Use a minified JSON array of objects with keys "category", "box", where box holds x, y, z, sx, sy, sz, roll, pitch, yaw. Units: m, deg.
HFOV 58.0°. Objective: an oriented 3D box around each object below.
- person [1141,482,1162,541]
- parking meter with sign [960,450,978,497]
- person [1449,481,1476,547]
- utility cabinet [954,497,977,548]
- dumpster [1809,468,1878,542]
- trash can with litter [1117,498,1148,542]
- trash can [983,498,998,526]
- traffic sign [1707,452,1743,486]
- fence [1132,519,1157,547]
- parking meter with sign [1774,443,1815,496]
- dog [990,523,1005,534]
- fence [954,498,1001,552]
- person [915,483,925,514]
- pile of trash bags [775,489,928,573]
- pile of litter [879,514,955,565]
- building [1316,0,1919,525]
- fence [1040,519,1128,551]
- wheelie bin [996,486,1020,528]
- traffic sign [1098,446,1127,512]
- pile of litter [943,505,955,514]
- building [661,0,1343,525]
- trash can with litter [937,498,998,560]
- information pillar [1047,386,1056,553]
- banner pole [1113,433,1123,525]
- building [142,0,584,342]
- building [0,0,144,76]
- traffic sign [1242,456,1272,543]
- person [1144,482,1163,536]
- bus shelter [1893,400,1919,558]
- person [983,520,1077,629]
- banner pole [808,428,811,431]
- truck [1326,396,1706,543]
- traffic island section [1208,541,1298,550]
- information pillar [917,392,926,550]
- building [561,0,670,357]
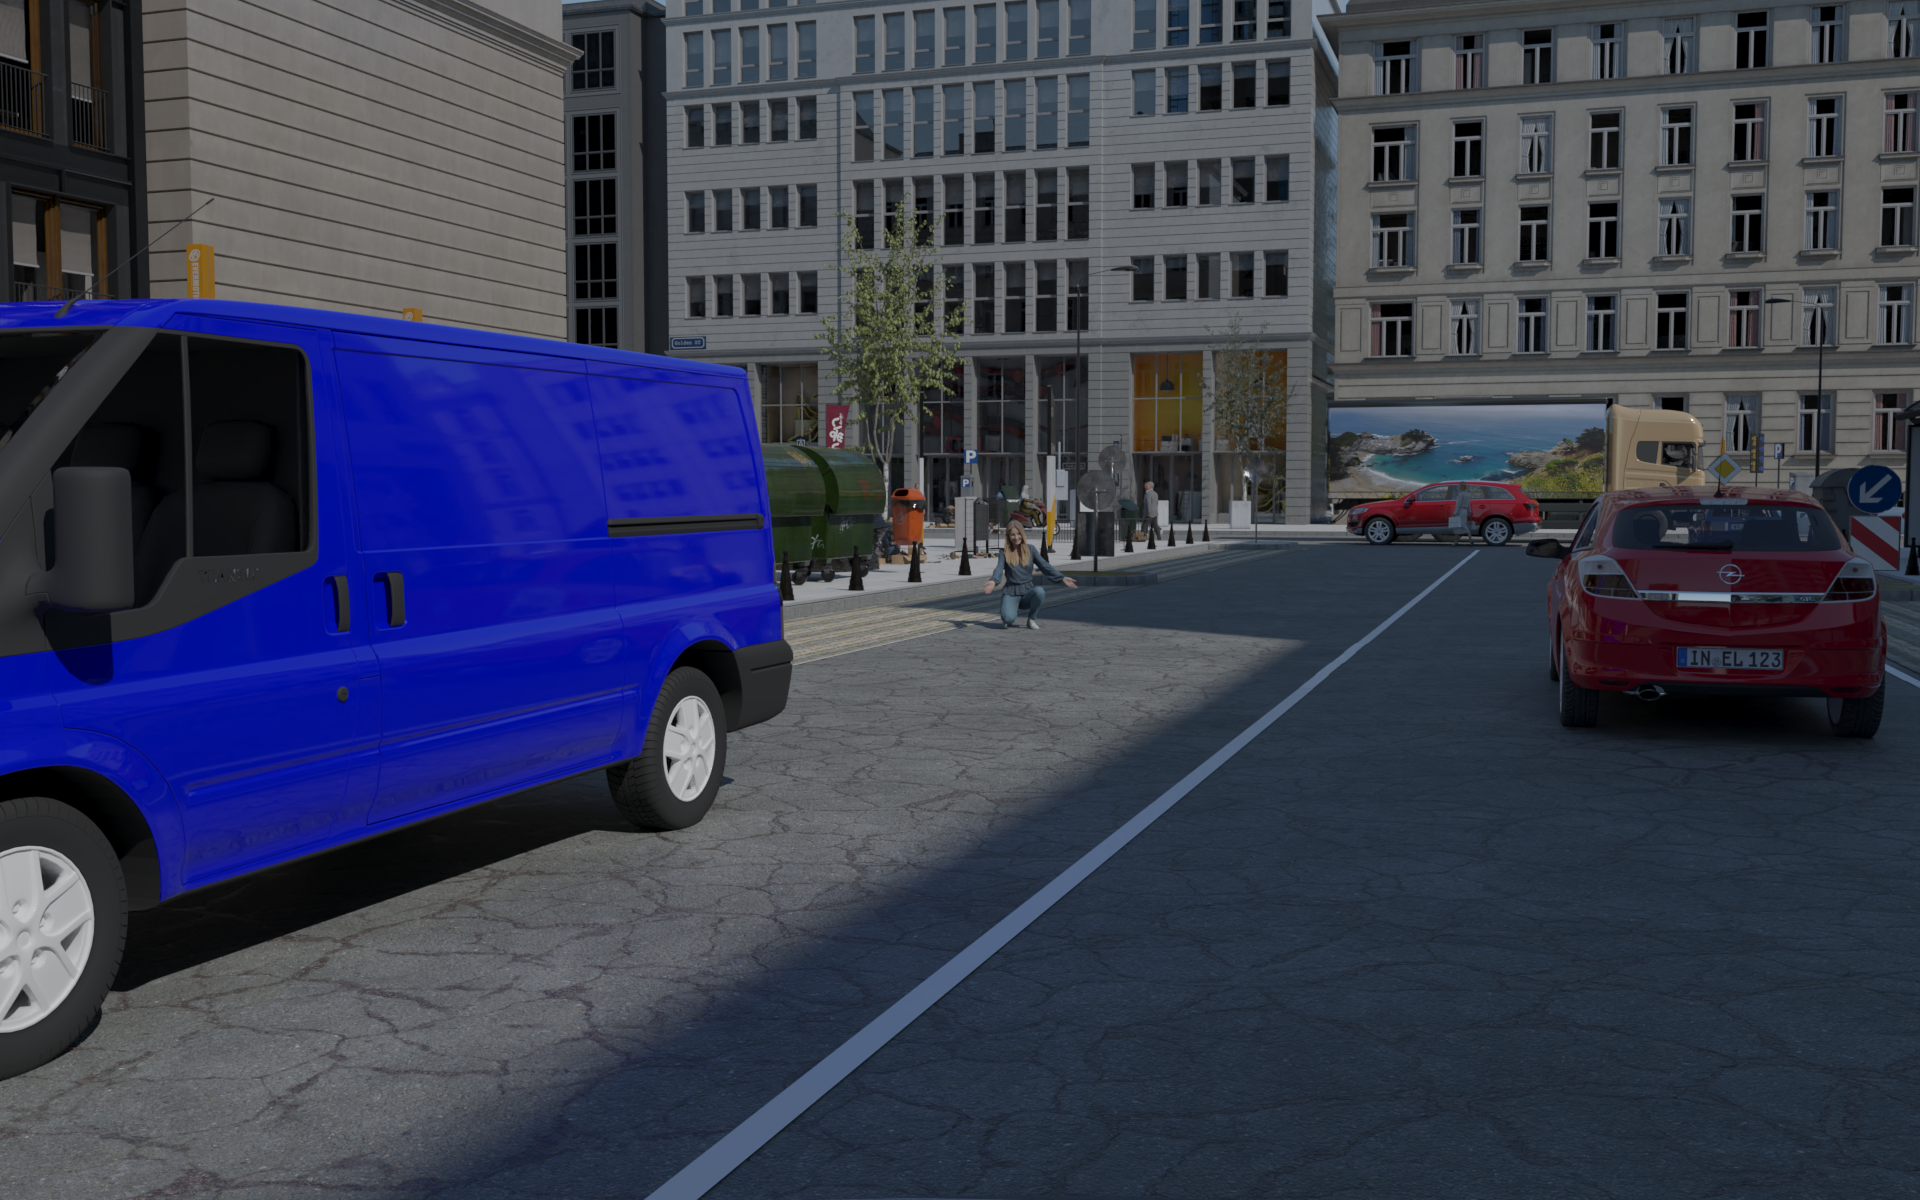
[{"category":"person","box":[5.270,-2.425,48.545,0.834,1.777,0.661,1,4,22]},{"category":"parking meter with sign","box":[0.266,-4.332,67.084,0.543,3.016,1.738,1,4,12]},{"category":"person","box":[13.578,-2.318,46.757,0.694,1.780,0.624,-2,4,-31]},{"category":"utility cabinet","box":[0.129,-1.858,41.548,0.306,1.237,1.020,1,4,15]},{"category":"dumpster","box":[19.928,-2.034,39.019,1.264,1.857,1.865,1,4,19]},{"category":"trash can with litter","box":[4.689,-2.151,46.556,0.624,1.170,1.055,-2,4,-31]},{"category":"trash can","box":[1.220,-3.510,69.043,0.748,1.137,0.748,0,3,0]},{"category":"traffic sign","box":[18.414,-2.331,41.762,0.795,2.450,0.064,1,4,19]},{"category":"fence","box":[3.771,-1.644,42.259,2.069,0.683,0.278,0,4,-7]},{"category":"parking meter with sign","box":[28.790,-3.850,59.206,1.738,3.016,0.543,0,4,-2]},{"category":"dog","box":[1.288,-2.564,62.107,0.748,0.427,0.550,3,4,36]},{"category":"fence","box":[0.505,-1.708,39.126,0.480,1.192,2.264,1,4,22]},{"category":"person","box":[-1.466,-3.011,57.858,0.598,1.807,0.434,1,4,13]},{"category":"pile of trash bags","box":[-1.882,-1.175,28.961,3.447,1.369,1.912,3,5,41]},{"category":"pile of litter","box":[-1.122,-1.102,31.985,1.719,0.858,1.176,-1,4,-16]},{"category":"building","box":[31.286,-14.704,73.700,30.059,22.955,16.112,1,4,19]},{"category":"fence","box":[2.836,-1.495,39.815,2.069,0.683,0.278,2,4,24]},{"category":"wheelie bin","box":[1.796,-3.509,65.282,0.980,1.594,0.693,-2,4,-33]},{"category":"traffic sign","box":[3.983,-2.774,45.464,0.768,2.556,0.104,1,4,20]},{"category":"pile of litter","box":[-0.447,-3.157,65.589,1.719,0.858,1.176,2,4,29]},{"category":"building","box":[2.121,-18.543,80.673,29.804,29.767,11.434,1,4,19]},{"category":"trash can with litter","box":[0.134,-1.451,34.779,1.678,1.210,2.233,2,4,31]},{"category":"information pillar","box":[1.985,-2.837,37.745,0.183,3.616,0.504,1,4,15]},{"category":"banner pole","box":[6.538,-4.989,71.581,0.401,3.779,0.863,-2,4,-27]},{"category":"building","box":[-22.040,-14.657,36.904,25.104,27.353,12.463,1,4,19]},{"category":"building","box":[-20.378,-11.625,19.742,12.332,23.373,15.834,1,4,19]},{"category":"traffic sign","box":[7.771,-2.553,45.383,0.795,2.450,0.064,1,4,19]},{"category":"person","box":[6.560,-3.122,59.395,0.795,1.843,0.661,-1,4,-15]},{"category":"bus shelter","box":[18.910,-2.336,32.116,2.014,3.302,5.546,1,4,19]},{"category":"person","box":[0.734,-0.270,18.413,1.012,1.151,0.738,0,4,-3]},{"category":"banner pole","box":[-5.927,-4.654,66.107,0.863,3.779,0.401,2,4,25]},{"category":"truck","box":[16.689,-3.821,51.392,11.283,4.237,2.839,1,4,17]},{"category":"traffic island section","box":[7.746,-1.417,45.452,2.009,0.180,2.903,1,4,19]},{"category":"information pillar","box":[-0.903,-2.977,40.026,0.183,3.616,0.504,0,4,-6]},{"category":"building","box":[-23.314,-18.212,91.268,24.014,27.812,14.314,1,4,19]}]
